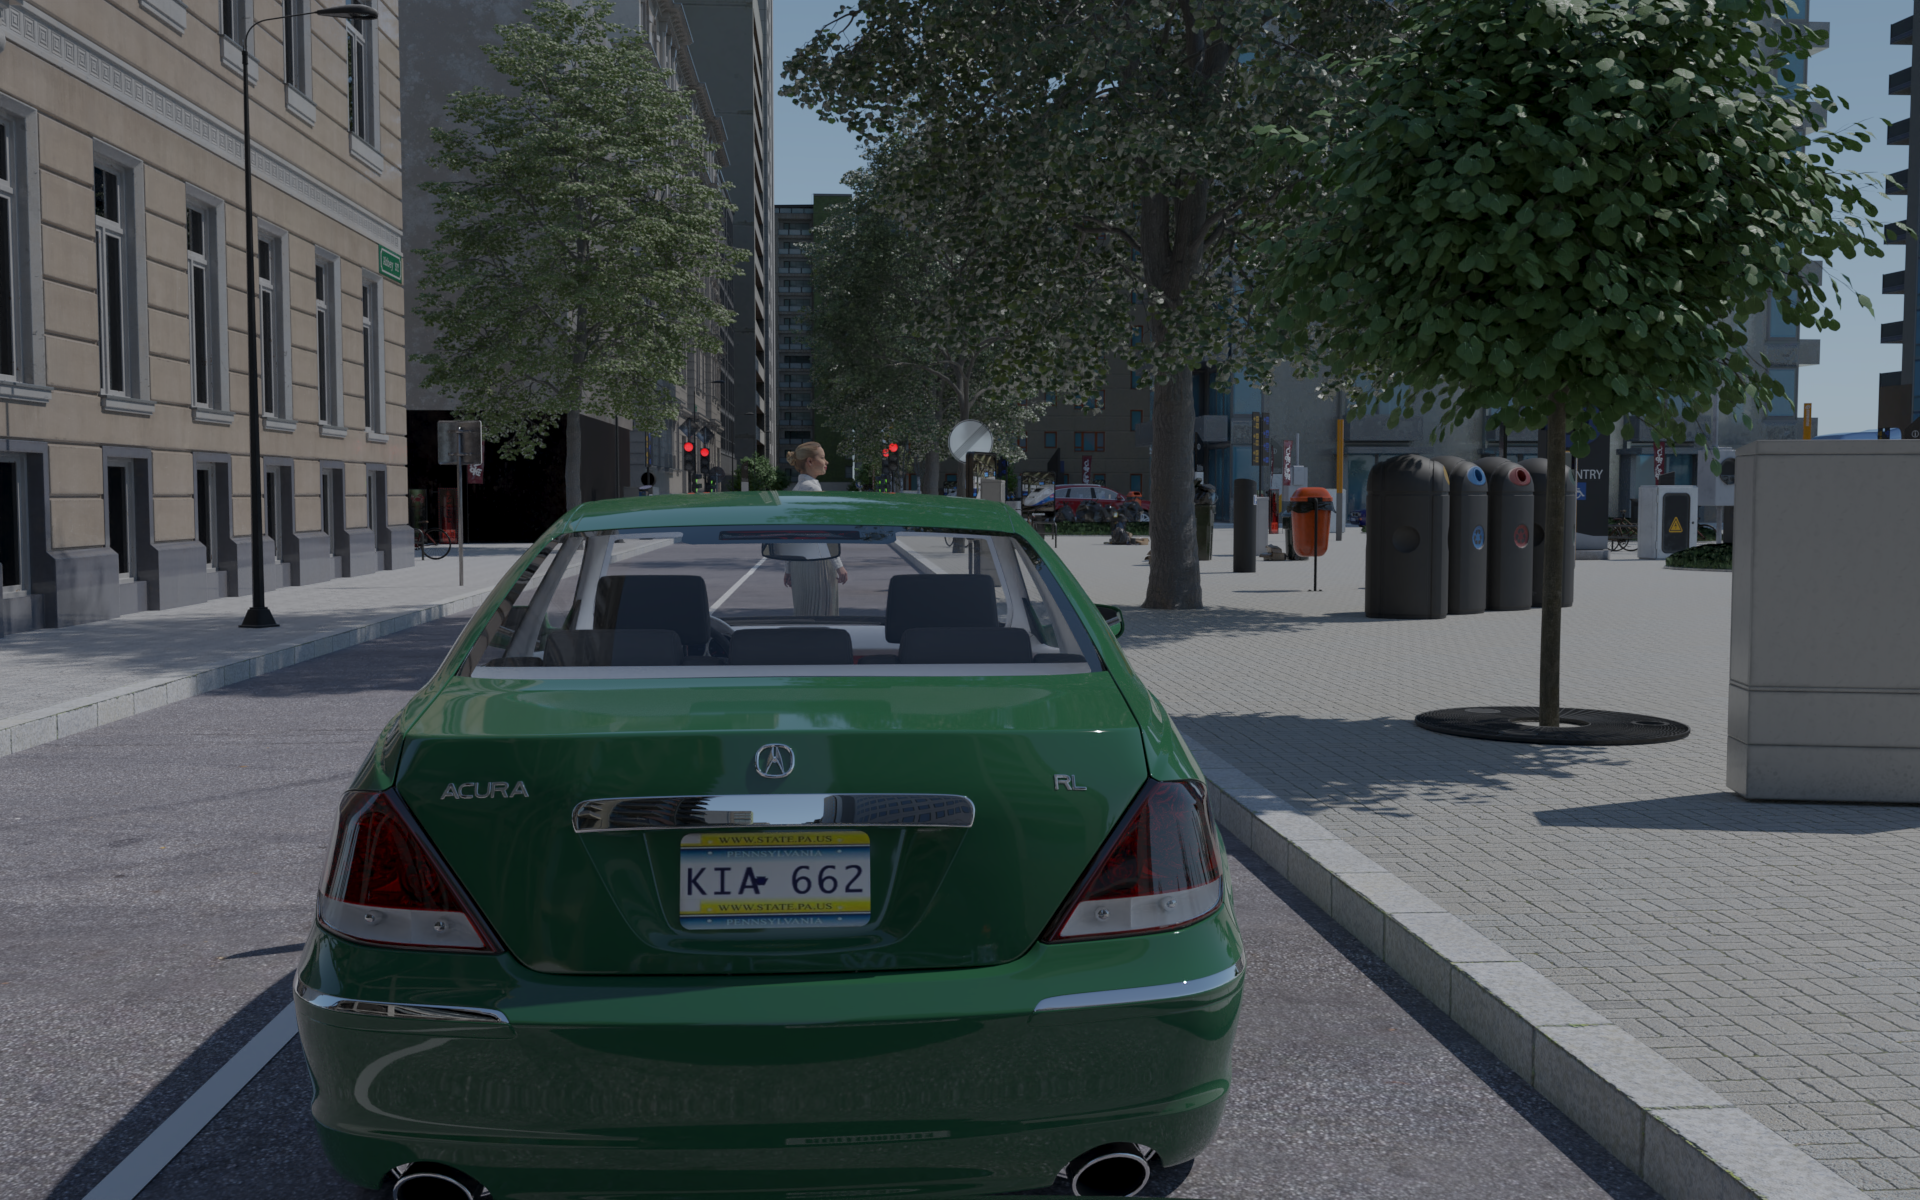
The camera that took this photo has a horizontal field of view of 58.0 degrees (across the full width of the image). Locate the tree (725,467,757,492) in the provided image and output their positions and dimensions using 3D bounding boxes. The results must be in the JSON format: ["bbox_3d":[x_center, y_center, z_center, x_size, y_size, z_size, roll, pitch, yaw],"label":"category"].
[{"bbox_3d":[-15.572,-7.785,121.889,1.663,3.219,1.824,0,3,0],"label":"tree"}]

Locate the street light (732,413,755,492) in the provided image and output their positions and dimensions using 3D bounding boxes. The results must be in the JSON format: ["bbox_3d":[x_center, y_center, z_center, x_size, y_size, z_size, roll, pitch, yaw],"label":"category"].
[{"bbox_3d":[-12.470,-7.740,99.095,1.470,5.913,1.316,0,4,-4],"label":"street light"}]

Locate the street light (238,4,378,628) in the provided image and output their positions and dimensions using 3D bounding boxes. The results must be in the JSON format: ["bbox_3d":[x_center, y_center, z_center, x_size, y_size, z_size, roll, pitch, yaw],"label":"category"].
[{"bbox_3d":[-6.223,-2.693,16.566,1.470,5.913,1.316,0,4,-4],"label":"street light"}]

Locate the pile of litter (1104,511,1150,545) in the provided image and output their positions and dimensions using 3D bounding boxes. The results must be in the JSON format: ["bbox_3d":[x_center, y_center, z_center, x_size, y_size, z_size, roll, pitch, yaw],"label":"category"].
[{"bbox_3d":[4.252,-1.844,44.113,1.176,0.858,1.719,0,4,3],"label":"pile of litter"}]

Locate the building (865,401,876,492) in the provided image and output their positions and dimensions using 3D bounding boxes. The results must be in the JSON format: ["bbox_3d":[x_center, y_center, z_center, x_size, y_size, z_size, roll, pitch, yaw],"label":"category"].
[{"bbox_3d":[4.601,-20.397,178.531,27.650,21.520,28.899,0,4,-4],"label":"building"}]

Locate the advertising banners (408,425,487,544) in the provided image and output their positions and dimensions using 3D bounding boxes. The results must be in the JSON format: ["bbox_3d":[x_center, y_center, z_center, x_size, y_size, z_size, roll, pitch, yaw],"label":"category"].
[{"bbox_3d":[-13.076,-2.931,44.117,2.074,3.025,0.090,0,4,-5],"label":"advertising banners"}]

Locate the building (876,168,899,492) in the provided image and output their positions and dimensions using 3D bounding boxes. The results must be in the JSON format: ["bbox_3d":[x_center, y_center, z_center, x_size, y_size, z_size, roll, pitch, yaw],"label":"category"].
[{"bbox_3d":[-0.646,-23.487,155.721,14.160,30.474,14.107,0,4,-4],"label":"building"}]

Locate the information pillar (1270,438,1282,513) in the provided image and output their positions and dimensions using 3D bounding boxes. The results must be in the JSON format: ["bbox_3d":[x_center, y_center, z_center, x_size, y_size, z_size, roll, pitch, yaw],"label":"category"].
[{"bbox_3d":[13.086,-4.918,71.764,0.504,3.616,0.183,0,4,-1],"label":"information pillar"}]

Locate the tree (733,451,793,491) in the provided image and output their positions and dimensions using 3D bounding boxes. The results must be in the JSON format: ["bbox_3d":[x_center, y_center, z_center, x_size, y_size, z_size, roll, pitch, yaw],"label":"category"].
[{"bbox_3d":[-15.377,-8.971,130.397,4.285,4.588,4.351,0,3,0],"label":"tree"}]

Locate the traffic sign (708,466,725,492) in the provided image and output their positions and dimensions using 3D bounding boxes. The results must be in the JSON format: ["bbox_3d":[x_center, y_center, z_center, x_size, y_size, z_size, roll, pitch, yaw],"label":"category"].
[{"bbox_3d":[-11.166,-4.856,79.501,0.768,2.556,0.104,0,4,2],"label":"traffic sign"}]

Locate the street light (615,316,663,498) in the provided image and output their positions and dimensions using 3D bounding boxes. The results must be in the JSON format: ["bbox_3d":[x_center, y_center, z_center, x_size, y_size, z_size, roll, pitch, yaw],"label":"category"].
[{"bbox_3d":[-8.410,-4.444,45.195,1.470,5.913,1.316,0,4,-4],"label":"street light"}]

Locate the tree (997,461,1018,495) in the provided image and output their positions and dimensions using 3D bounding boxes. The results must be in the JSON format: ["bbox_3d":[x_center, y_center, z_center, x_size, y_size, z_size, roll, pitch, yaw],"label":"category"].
[{"bbox_3d":[2.498,-5.871,90.600,1.663,3.219,1.824,0,3,0],"label":"tree"}]

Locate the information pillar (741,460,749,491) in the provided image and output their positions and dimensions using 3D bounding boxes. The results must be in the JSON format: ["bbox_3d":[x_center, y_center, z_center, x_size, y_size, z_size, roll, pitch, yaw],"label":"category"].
[{"bbox_3d":[-14.635,-7.746,117.996,0.504,3.616,0.183,0,4,3],"label":"information pillar"}]

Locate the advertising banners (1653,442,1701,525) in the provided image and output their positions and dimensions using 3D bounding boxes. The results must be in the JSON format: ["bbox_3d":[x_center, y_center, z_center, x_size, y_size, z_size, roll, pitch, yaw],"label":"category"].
[{"bbox_3d":[23.514,-3.713,56.889,0.090,3.025,2.074,-1,4,-22],"label":"advertising banners"}]

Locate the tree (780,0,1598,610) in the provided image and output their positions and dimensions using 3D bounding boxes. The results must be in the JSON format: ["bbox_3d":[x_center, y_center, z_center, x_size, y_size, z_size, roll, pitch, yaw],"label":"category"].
[{"bbox_3d":[2.511,-6.876,19.082,9.857,13.997,8.962,0,3,0],"label":"tree"}]

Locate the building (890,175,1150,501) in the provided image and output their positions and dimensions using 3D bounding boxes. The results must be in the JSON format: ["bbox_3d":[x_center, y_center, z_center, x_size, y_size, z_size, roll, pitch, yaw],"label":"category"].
[{"bbox_3d":[9.470,-16.653,117.311,27.650,21.520,28.899,0,4,-4],"label":"building"}]

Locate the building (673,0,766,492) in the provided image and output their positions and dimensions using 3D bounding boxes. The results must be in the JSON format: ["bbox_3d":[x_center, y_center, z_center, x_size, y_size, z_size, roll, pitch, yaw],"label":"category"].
[{"bbox_3d":[-28.672,-32.501,155.088,21.300,48.544,21.600,0,4,-4],"label":"building"}]

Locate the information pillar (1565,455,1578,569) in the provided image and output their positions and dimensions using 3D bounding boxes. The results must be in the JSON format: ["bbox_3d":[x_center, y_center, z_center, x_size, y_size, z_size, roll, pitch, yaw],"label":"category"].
[{"bbox_3d":[10.374,-1.545,29.755,0.304,2.012,0.304,-1,4,-17],"label":"information pillar"}]

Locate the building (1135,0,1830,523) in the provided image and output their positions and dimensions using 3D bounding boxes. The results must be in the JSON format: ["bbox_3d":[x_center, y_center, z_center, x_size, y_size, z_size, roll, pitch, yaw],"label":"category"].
[{"bbox_3d":[23.813,-28.444,84.665,30.456,49.044,23.786,0,4,-4],"label":"building"}]

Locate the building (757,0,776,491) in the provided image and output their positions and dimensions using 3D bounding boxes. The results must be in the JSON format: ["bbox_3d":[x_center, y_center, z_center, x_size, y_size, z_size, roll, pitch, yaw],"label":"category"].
[{"bbox_3d":[-32.909,-47.077,207.964,20.611,71.187,20.563,0,4,-4],"label":"building"}]

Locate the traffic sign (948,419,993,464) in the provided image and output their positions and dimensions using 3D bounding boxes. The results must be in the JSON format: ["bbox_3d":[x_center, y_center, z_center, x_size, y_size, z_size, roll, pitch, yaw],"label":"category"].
[{"bbox_3d":[0.181,-1.806,29.631,0.768,2.556,0.104,0,4,-1],"label":"traffic sign"}]

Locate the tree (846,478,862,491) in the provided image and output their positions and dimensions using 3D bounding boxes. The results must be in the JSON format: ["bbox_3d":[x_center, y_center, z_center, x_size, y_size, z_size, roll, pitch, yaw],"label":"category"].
[{"bbox_3d":[-12.732,-13.105,208.864,1.663,3.219,1.824,0,3,0],"label":"tree"}]

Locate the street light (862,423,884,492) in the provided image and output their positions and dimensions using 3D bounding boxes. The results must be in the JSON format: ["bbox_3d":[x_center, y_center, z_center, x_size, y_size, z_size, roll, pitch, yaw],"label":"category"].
[{"bbox_3d":[-4.518,-7.140,89.278,1.470,5.913,1.316,0,4,-4],"label":"street light"}]

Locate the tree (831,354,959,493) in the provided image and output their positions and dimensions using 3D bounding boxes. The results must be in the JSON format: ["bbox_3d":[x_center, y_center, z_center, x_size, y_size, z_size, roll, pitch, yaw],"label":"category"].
[{"bbox_3d":[-3.473,-10.870,95.849,7.486,12.596,7.792,0,3,0],"label":"tree"}]

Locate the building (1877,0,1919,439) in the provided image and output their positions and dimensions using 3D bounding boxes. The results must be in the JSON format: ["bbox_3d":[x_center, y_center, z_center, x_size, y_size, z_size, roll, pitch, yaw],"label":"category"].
[{"bbox_3d":[54.503,-26.358,81.061,14.200,45.320,14.600,0,4,-4],"label":"building"}]

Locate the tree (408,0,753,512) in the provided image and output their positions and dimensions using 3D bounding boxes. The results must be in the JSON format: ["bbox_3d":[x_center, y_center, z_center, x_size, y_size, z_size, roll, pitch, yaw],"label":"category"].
[{"bbox_3d":[-8.431,-7.420,39.440,7.486,12.596,7.792,0,3,0],"label":"tree"}]

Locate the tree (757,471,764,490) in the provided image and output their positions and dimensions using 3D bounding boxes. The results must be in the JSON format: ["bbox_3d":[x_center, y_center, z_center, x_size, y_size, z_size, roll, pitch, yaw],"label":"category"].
[{"bbox_3d":[-15.040,-7.943,124.470,1.663,3.219,1.824,0,3,0],"label":"tree"}]

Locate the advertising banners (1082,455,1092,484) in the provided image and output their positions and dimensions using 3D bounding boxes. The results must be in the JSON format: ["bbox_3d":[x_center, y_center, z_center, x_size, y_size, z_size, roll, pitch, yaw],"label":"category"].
[{"bbox_3d":[5.086,-5.034,78.490,2.074,3.025,0.090,2,4,35],"label":"advertising banners"}]

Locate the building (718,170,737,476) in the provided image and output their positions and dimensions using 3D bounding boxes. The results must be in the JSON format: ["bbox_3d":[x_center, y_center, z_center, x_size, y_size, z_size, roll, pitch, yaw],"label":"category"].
[{"bbox_3d":[-24.535,-20.544,129.408,14.314,27.812,24.014,0,4,-4],"label":"building"}]

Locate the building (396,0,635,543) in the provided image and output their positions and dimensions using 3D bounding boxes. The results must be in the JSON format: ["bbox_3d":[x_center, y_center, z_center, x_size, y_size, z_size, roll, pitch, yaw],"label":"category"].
[{"bbox_3d":[-19.108,-11.309,52.353,16.811,18.784,16.820,0,4,-4],"label":"building"}]

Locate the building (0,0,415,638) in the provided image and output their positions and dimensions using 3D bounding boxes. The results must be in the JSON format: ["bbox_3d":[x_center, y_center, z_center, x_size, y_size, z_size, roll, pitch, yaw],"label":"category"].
[{"bbox_3d":[-15.146,-14.299,19.694,13.634,28.700,20.117,0,4,-4],"label":"building"}]

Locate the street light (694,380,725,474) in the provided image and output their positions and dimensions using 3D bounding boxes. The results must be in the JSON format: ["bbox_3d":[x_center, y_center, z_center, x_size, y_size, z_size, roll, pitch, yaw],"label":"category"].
[{"bbox_3d":[-10.292,-6.011,70.821,1.470,5.913,1.316,0,4,-4],"label":"street light"}]

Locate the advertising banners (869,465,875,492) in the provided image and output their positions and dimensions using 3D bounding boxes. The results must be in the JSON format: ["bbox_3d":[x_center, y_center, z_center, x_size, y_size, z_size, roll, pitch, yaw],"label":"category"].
[{"bbox_3d":[-5.312,-6.526,102.887,0.090,3.025,2.074,-1,4,-16],"label":"advertising banners"}]

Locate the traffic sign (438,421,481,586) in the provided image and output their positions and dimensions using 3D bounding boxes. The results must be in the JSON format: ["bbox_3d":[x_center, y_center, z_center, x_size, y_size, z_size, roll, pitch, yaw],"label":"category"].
[{"bbox_3d":[-6.969,-1.347,24.151,0.606,2.300,0.079,0,4,2],"label":"traffic sign"}]

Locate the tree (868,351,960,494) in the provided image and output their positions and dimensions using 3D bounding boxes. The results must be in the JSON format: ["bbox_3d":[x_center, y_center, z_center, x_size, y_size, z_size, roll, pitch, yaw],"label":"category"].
[{"bbox_3d":[-2.569,-8.001,81.181,4.360,8.622,3.978,0,3,0],"label":"tree"}]

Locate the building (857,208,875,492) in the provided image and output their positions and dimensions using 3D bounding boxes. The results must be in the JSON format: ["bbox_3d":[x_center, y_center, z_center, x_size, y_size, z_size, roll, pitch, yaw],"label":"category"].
[{"bbox_3d":[-7.595,-33.935,238.430,14.086,41.232,14.154,0,4,-4],"label":"building"}]

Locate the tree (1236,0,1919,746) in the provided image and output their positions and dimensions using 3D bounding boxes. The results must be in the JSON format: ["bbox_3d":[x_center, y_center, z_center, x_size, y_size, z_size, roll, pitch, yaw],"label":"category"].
[{"bbox_3d":[3.285,-1.566,9.315,4.285,4.588,4.351,0,3,0],"label":"tree"}]

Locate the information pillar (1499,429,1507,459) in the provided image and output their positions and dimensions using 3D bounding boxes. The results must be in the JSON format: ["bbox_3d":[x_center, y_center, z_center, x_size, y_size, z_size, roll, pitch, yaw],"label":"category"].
[{"bbox_3d":[12.814,-3.029,40.886,0.183,3.616,0.504,0,4,5],"label":"information pillar"}]

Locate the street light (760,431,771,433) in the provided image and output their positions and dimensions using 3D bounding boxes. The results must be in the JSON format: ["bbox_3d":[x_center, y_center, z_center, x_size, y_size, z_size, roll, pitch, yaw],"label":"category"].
[{"bbox_3d":[-14.588,-9.479,127.529,1.470,5.913,1.316,0,4,-4],"label":"street light"}]

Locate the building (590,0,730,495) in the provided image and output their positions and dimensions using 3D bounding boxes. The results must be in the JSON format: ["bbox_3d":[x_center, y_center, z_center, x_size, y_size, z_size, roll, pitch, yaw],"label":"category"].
[{"bbox_3d":[-21.513,-19.451,105.416,14.401,28.519,23.554,0,4,-4],"label":"building"}]

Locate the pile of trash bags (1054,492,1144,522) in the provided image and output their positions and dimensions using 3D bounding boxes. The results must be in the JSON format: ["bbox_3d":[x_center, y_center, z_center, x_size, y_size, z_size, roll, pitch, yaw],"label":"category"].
[{"bbox_3d":[5.142,-3.223,62.443,3.447,1.369,1.912,-2,4,-32],"label":"pile of trash bags"}]

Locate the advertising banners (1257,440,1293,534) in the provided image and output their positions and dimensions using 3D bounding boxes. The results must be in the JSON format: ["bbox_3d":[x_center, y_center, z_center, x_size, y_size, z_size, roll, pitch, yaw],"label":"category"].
[{"bbox_3d":[10.033,-3.622,55.407,2.074,3.025,0.090,-3,5,-43],"label":"advertising banners"}]

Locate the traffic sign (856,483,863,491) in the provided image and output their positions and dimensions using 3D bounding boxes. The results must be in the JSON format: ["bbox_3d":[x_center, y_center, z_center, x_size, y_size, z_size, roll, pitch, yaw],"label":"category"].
[{"bbox_3d":[-8.145,-8.635,141.290,0.768,2.556,0.104,0,4,-2],"label":"traffic sign"}]

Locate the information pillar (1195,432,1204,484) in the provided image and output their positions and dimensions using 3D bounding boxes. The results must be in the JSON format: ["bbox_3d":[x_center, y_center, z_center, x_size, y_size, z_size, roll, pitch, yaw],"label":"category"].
[{"bbox_3d":[8.979,-4.512,65.126,0.183,3.616,0.504,3,5,40],"label":"information pillar"}]

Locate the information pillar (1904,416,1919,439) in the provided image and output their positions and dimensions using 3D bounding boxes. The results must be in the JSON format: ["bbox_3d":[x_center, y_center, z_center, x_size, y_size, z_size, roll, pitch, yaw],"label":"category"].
[{"bbox_3d":[28.356,-3.683,51.575,0.183,3.616,0.504,-2,4,-32],"label":"information pillar"}]

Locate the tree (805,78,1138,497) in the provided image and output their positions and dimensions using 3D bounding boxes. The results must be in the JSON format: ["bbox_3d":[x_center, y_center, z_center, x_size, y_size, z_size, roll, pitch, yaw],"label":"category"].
[{"bbox_3d":[0.305,-6.293,37.306,7.601,10.594,8.767,-1,4,-16],"label":"tree"}]

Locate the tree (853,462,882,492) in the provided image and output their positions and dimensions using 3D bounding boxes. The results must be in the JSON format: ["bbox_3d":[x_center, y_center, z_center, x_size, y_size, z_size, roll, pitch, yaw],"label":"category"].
[{"bbox_3d":[-6.738,-9.418,137.700,4.285,4.588,4.351,0,3,0],"label":"tree"}]

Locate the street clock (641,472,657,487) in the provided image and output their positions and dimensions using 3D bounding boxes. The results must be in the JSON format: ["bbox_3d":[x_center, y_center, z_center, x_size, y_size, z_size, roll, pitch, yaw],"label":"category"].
[{"bbox_3d":[-10.195,-3.193,56.777,0.471,2.002,0.358,1,4,8],"label":"street clock"}]

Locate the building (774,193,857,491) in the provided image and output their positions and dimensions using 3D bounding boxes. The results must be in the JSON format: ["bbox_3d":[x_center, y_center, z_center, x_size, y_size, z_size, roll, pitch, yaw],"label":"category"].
[{"bbox_3d":[-21.652,-33.880,237.526,14.086,41.232,14.154,0,4,-4],"label":"building"}]
